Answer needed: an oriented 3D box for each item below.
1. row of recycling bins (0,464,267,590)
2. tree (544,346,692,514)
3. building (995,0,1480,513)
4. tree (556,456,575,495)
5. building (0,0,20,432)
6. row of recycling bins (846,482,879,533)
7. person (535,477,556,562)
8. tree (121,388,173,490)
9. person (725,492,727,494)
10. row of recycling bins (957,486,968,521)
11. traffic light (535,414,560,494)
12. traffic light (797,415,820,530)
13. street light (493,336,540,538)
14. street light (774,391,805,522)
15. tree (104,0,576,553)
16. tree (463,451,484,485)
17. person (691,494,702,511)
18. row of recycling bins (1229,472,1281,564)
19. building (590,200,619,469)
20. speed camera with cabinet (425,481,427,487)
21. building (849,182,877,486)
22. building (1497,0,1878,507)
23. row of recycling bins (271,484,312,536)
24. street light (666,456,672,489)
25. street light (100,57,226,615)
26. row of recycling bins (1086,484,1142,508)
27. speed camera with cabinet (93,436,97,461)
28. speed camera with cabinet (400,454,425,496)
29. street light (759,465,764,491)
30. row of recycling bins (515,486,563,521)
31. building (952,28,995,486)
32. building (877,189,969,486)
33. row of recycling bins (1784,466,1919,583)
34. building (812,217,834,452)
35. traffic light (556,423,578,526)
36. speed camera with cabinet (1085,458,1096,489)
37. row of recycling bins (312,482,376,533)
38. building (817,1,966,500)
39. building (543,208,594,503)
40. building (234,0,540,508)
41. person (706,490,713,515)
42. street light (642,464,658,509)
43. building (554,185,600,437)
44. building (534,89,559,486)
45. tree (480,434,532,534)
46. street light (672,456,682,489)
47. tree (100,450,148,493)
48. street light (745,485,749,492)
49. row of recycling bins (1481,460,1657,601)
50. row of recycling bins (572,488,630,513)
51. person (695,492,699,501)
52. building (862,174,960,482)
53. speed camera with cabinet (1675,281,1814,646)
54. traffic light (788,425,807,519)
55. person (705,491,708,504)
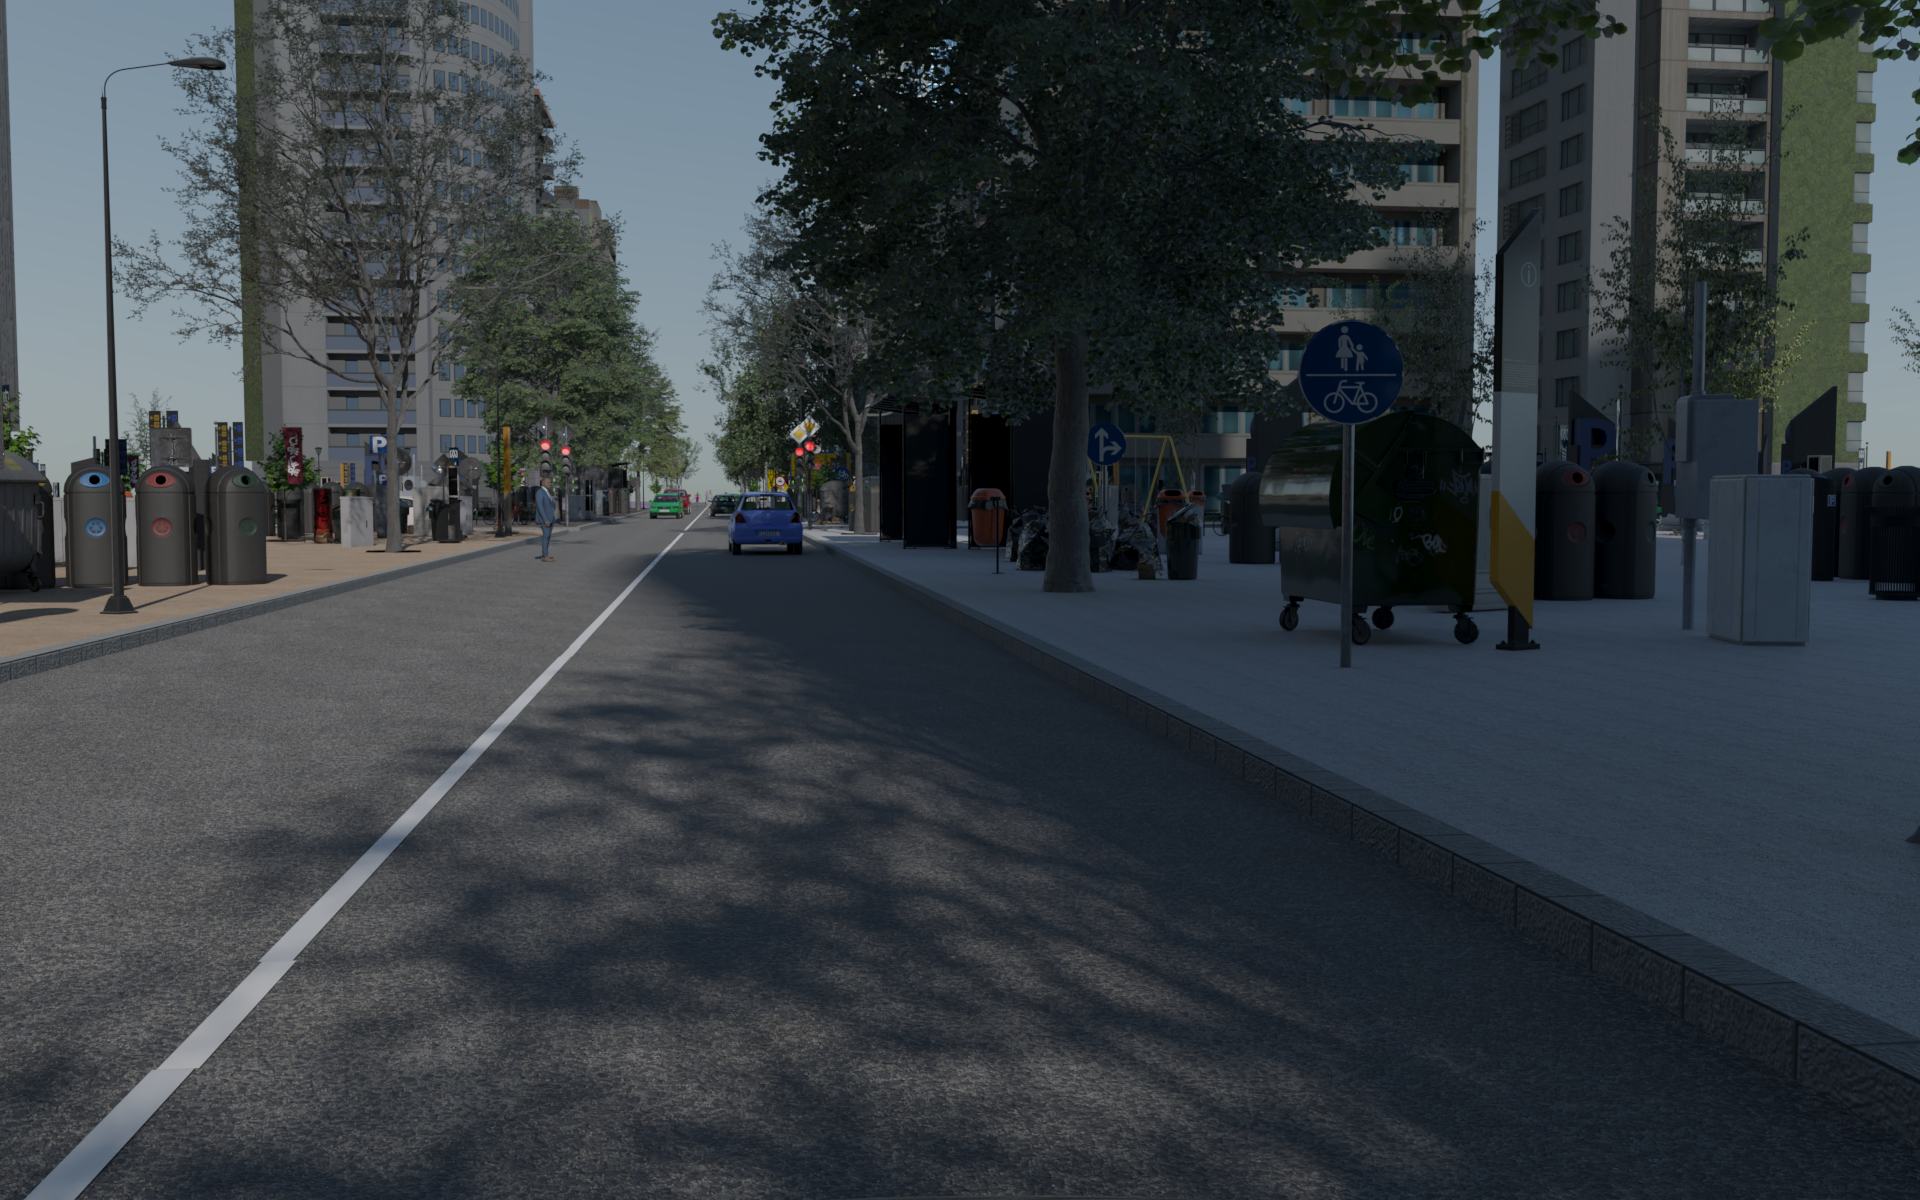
[{"bbox_3d":[-11.580,-1.041,24.129,3.534,1.692,1.069,-2,4,-25],"label":"row of recycling bins"},{"bbox_3d":[-23.333,-11.443,112.847,9.928,11.665,9.643,0,3,0],"label":"tree"},{"bbox_3d":[12.928,-28.621,91.658,21.600,48.544,21.300,0,4,-8],"label":"building"},{"bbox_3d":[-28.903,-8.836,128.179,4.285,4.588,4.351,0,3,0],"label":"tree"},{"bbox_3d":[-30.382,-16.330,38.700,14.107,30.474,14.160,0,4,-8],"label":"building"},{"bbox_3d":[-3.063,-3.160,58.780,1.069,1.692,3.534,-1,4,-13],"label":"row of recycling bins"},{"bbox_3d":[-8.810,-1.721,36.826,0.419,1.800,0.721,0,4,-3],"label":"person"},{"bbox_3d":[-56.177,-10.377,120.033,4.360,8.622,3.978,0,3,0],"label":"tree"},{"bbox_3d":[-35.909,-15.669,265.356,0.551,1.740,0.621,3,5,45],"label":"person"},{"bbox_3d":[0.255,-4.741,84.625,1.069,1.692,3.534,-1,4,-10],"label":"row of recycling bins"},{"bbox_3d":[-14.478,-4.394,60.755,0.839,4.253,0.868,0,4,-8],"label":"traffic light"},{"bbox_3d":[-5.406,-4.471,62.025,0.839,4.253,0.868,0,4,-8],"label":"traffic light"},{"bbox_3d":[-13.054,-4.801,51.040,1.470,5.913,1.316,0,4,-8],"label":"street light"},{"bbox_3d":[-7.719,-6.462,78.193,1.470,5.913,1.316,0,4,-8],"label":"street light"},{"bbox_3d":[-12.465,-7.795,37.823,12.009,13.543,11.850,0,3,0],"label":"tree"},{"bbox_3d":[-37.896,-9.064,131.913,4.285,4.588,4.351,0,3,0],"label":"tree"},{"bbox_3d":[-22.558,-8.372,148.599,0.991,1.433,0.599,0,4,-1],"label":"person"},{"bbox_3d":[6.766,-1.521,31.974,3.534,1.692,1.069,0,4,-1],"label":"row of recycling bins"},{"bbox_3d":[-68.063,-40.531,286.375,21.300,48.544,21.600,0,4,-8],"label":"building"},{"bbox_3d":[-36.631,-7.648,119.374,0.660,3.252,2.038,2,4,35],"label":"speed camera with cabinet"},{"bbox_3d":[-6.283,-31.835,204.104,14.154,41.232,14.086,0,4,-8],"label":"building"},{"bbox_3d":[38.738,-25.095,93.895,14.086,41.232,14.154,0,4,-8],"label":"building"},{"bbox_3d":[-21.717,-2.779,52.557,3.534,1.692,1.069,0,4,-5],"label":"row of recycling bins"},{"bbox_3d":[-30.541,-12.543,177.616,1.470,5.913,1.316,0,4,-8],"label":"street light"},{"bbox_3d":[-8.500,-2.811,18.497,1.470,5.913,1.316,0,4,-8],"label":"street light"},{"bbox_3d":[6.467,-4.039,73.148,1.069,1.692,3.534,-2,4,-30],"label":"row of recycling bins"},{"bbox_3d":[-28.917,-3.939,58.734,0.660,3.252,2.038,-3,5,-41],"label":"speed camera with cabinet"},{"bbox_3d":[-27.883,-5.624,86.291,2.038,3.252,0.660,1,4,18],"label":"speed camera with cabinet"},{"bbox_3d":[-12.448,-8.513,111.729,1.470,5.913,1.316,0,4,-8],"label":"street light"},{"bbox_3d":[-20.438,-4.709,84.106,1.069,1.692,3.534,-3,5,-44],"label":"row of recycling bins"},{"bbox_3d":[11.119,-29.002,128.812,22.147,44.769,28.867,0,4,-8],"label":"building"},{"bbox_3d":[-1.177,-24.162,166.757,14.160,30.474,14.107,0,4,-8],"label":"building"},{"bbox_3d":[13.686,-1.189,26.557,1.069,1.692,3.534,0,4,-4],"label":"row of recycling bins"},{"bbox_3d":[-13.455,-41.006,290.049,23.786,49.044,30.456,0,4,-8],"label":"building"},{"bbox_3d":[-15.575,-4.877,68.665,0.839,4.253,0.868,0,4,-8],"label":"traffic light"},{"bbox_3d":[5.151,-5.096,77.651,2.038,3.252,0.660,-1,4,-12],"label":"speed camera with cabinet"},{"bbox_3d":[-20.596,-3.108,57.932,1.069,1.692,3.534,3,4,36],"label":"row of recycling bins"},{"bbox_3d":[-10.141,-57.836,258.289,22.319,86.520,31.000,0,4,-8],"label":"building"},{"bbox_3d":[-58.520,-34.074,240.704,14.154,41.232,14.086,0,4,-8],"label":"building"},{"bbox_3d":[-49.961,-37.437,154.096,21.231,58.520,28.212,0,4,-8],"label":"building"},{"bbox_3d":[-17.186,-6.707,119.164,0.512,1.701,0.522,0,4,6],"label":"person"},{"bbox_3d":[-25.999,-10.558,145.167,1.470,5.913,1.316,0,4,-8],"label":"street light"},{"bbox_3d":[-60.736,-36.967,254.524,14.600,45.320,14.200,0,4,-8],"label":"building"},{"bbox_3d":[-54.494,-32.296,182.667,22.147,44.769,28.867,0,4,-8],"label":"building"},{"bbox_3d":[-14.662,-3.750,55.920,1.663,3.219,1.824,0,3,0],"label":"tree"},{"bbox_3d":[-37.367,-15.549,226.769,1.470,5.913,1.316,0,4,-8],"label":"street light"},{"bbox_3d":[-53.773,-7.775,110.828,4.285,4.588,4.351,0,3,0],"label":"tree"},{"bbox_3d":[-18.475,-11.166,155.110,1.470,5.913,1.316,0,4,-8],"label":"street light"},{"bbox_3d":[6.860,-0.845,20.927,3.534,1.692,1.069,-1,4,-22],"label":"row of recycling bins"},{"bbox_3d":[-23.647,-6.588,114.831,3.534,1.692,1.069,0,4,-2],"label":"row of recycling bins"},{"bbox_3d":[-39.972,-15.572,263.822,1.217,1.735,0.721,0,4,-4],"label":"person"},{"bbox_3d":[5.502,-30.257,186.579,32.217,40.220,23.993,0,4,-8],"label":"building"},{"bbox_3d":[7.006,-1.296,15.526,0.660,3.252,2.038,0,4,7],"label":"speed camera with cabinet"},{"bbox_3d":[-6.503,-4.955,69.935,0.839,4.253,0.868,0,4,-8],"label":"traffic light"},{"bbox_3d":[-36.291,-14.704,248.781,0.709,1.838,0.599,-3,5,-42],"label":"person"}]
